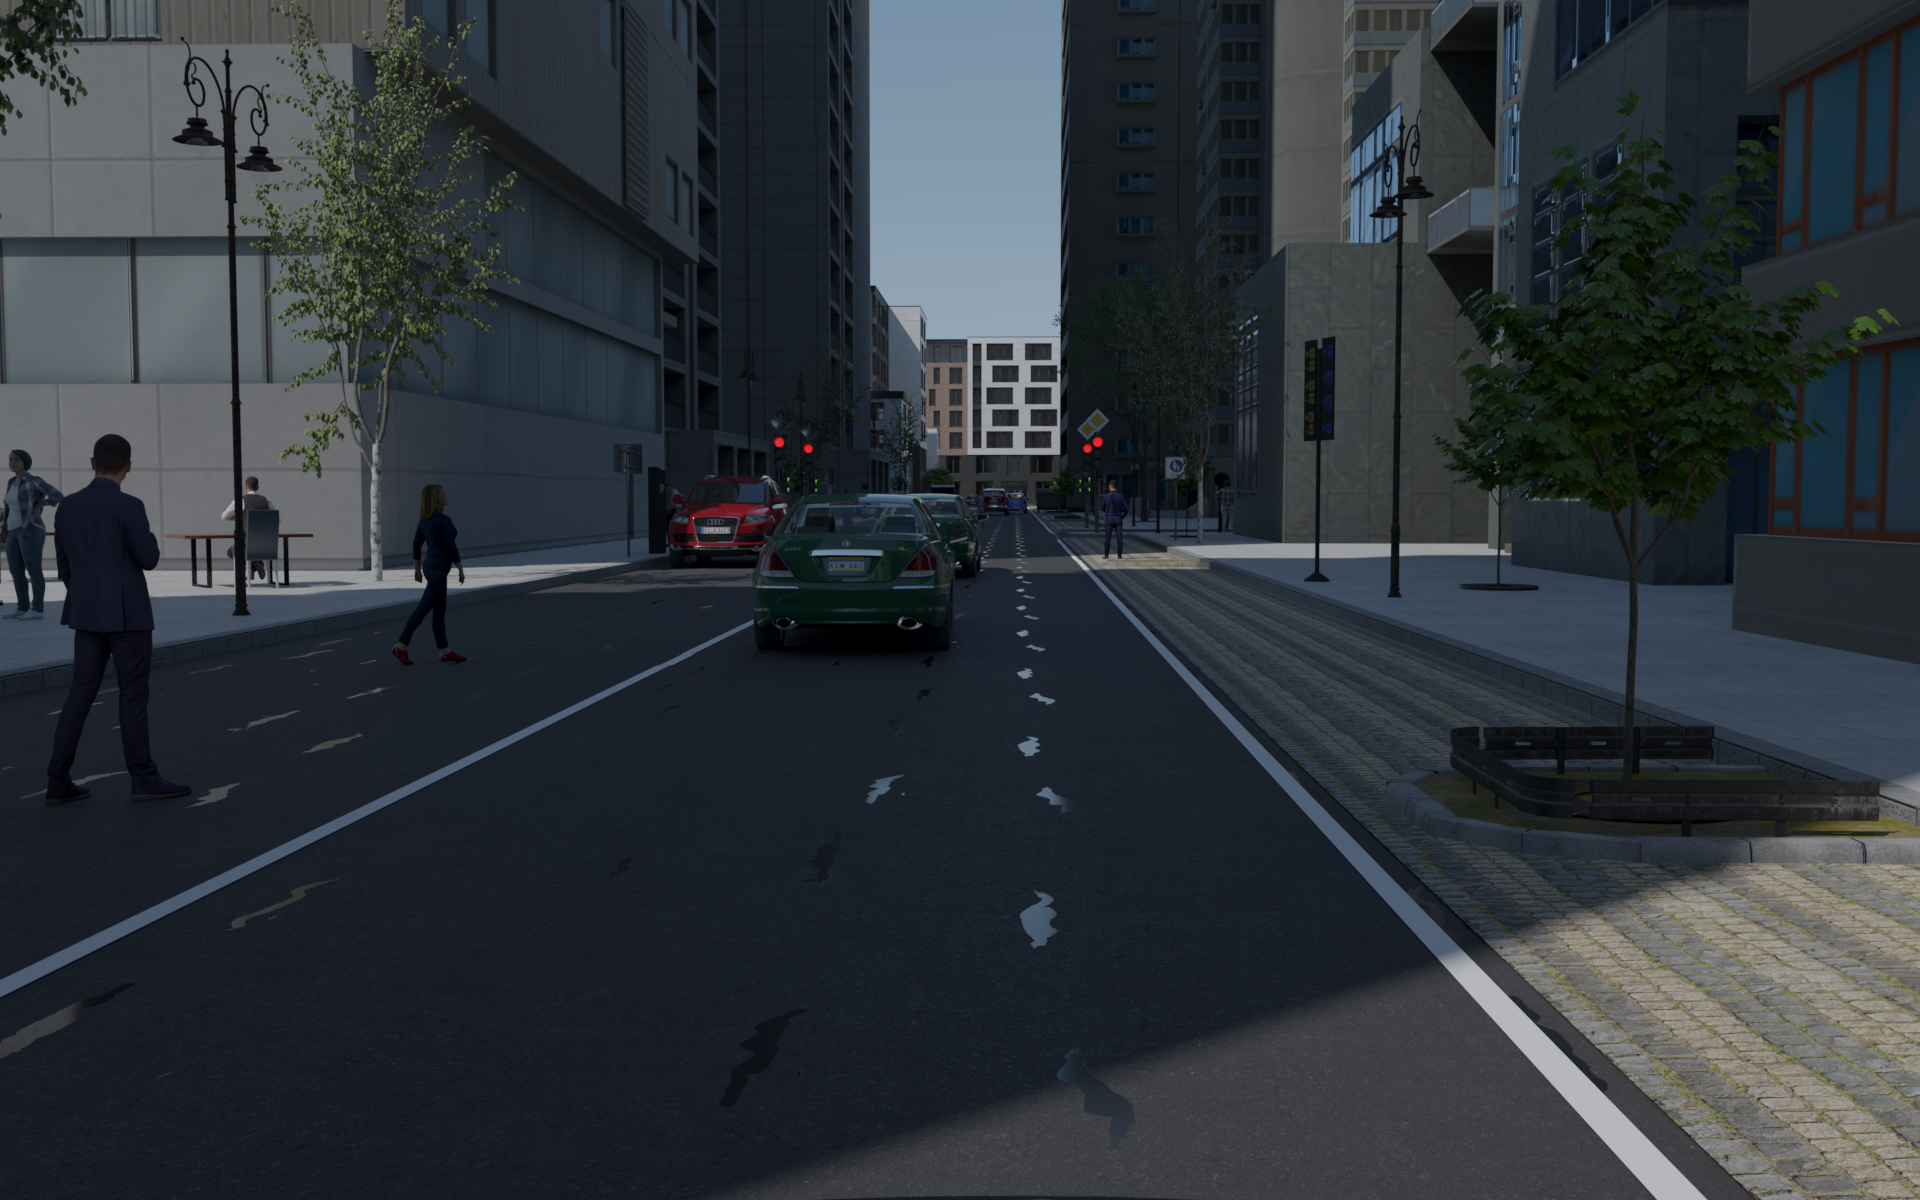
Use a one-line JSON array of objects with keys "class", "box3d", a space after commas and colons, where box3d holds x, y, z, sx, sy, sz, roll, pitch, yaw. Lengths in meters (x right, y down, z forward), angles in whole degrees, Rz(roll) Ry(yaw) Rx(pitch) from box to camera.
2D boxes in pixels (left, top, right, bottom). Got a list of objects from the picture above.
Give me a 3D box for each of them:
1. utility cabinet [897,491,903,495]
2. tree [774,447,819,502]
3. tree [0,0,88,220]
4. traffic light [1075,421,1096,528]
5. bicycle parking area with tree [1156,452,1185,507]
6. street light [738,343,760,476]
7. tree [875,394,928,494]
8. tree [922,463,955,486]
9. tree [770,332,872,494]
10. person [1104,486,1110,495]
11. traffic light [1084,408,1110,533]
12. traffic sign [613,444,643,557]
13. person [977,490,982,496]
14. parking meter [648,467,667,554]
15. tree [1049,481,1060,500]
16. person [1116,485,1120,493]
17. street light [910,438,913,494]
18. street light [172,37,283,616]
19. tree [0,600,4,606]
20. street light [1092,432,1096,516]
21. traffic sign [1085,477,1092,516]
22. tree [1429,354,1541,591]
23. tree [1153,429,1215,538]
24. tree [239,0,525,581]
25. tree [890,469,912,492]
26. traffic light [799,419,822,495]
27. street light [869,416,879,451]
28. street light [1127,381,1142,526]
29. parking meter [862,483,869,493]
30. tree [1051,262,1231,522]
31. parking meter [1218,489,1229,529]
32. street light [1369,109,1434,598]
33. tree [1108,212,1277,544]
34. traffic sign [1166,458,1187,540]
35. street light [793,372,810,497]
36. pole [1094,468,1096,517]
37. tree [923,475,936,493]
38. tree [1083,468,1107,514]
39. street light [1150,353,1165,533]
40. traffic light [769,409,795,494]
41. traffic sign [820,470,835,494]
[{"class": "utility cabinet", "box3d": [-4.083, -6.666, 117.664, 0.318, 1.500, 1.173, 0, 4, -8]}, {"class": "tree", "box3d": [-6.824, -4.626, 70.233, 1.663, 3.219, 1.824, 0, 3, 0]}, {"class": "tree", "box3d": [-8.631, -3.877, 13.751, 4.360, 8.622, 3.978, 0, 3, 0]}, {"class": "traffic light", "box3d": [4.744, -4.647, 64.894, 0.839, 4.253, 0.868, 0, 4, 2]}, {"class": "bicycle parking area with tree", "box3d": [15.333, -7.805, 114.617, 9.016, 4.147, 8.231, 1, 4, 14]}, {"class": "street light", "box3d": [-6.460, -4.915, 53.144, 0.468, 5.910, 1.993, 0, 4, 2]}, {"class": "tree", "box3d": [-4.277, -10.858, 127.886, 4.737, 8.622, 4.395, 0, 3, 0]}, {"class": "tree", "box3d": [-2.376, -12.113, 181.763, 4.285, 4.588, 4.351, 0, 3, 0]}, {"class": "tree", "box3d": [-6.119, -7.810, 78.061, 4.360, 8.622, 3.978, 0, 3, 0]}, {"class": "person", "box3d": [8.771, -6.010, 104.762, 0.683, 1.767, 0.568, -2, 4, -30]}, {"class": "traffic light", "box3d": [4.490, -4.159, 56.912, 0.839, 4.253, 0.868, 0, 4, 2]}, {"class": "traffic sign", "box3d": [-6.769, -2.031, 35.333, 0.606, 2.300, 0.079, 0, 4, 6]}, {"class": "person", "box3d": [1.784, -8.916, 154.811, 0.617, 1.759, 0.750, 0, 4, -3]}, {"class": "parking meter", "box3d": [-6.507, -1.929, 37.254, 0.255, 1.863, 0.399, 1, 4, 21]}, {"class": "tree", "box3d": [11.865, -13.605, 217.043, 1.663, 3.219, 1.824, 0, 3, 0]}, {"class": "person", "box3d": [9.569, -6.013, 104.488, 0.434, 1.807, 0.598, 1, 4, 15]}, {"class": "street light", "box3d": [-3.831, -9.969, 135.777, 0.468, 5.910, 1.993, 0, 4, 2]}, {"class": "street light", "box3d": [-7.609, -2.775, 18.159, 0.468, 5.910, 1.993, 0, 4, 2]}, {"class": "tree", "box3d": [-11.518, -1.542, 19.819, 1.663, 3.219, 1.824, 0, 3, 0]}, {"class": "street light", "box3d": [8.020, -7.997, 103.530, 0.468, 5.910, 1.993, 0, 4, 2]}, {"class": "traffic sign", "box3d": [7.610, -6.151, 100.675, 0.768, 2.556, 0.104, 1, 4, 9]}, {"class": "tree", "box3d": [7.146, -1.756, 23.315, 1.663, 3.219, 1.824, 0, 3, 0]}, {"class": "tree", "box3d": [6.785, -3.464, 51.246, 1.663, 3.219, 1.824, 0, 3, 0]}, {"class": "tree", "box3d": [-8.587, -4.595, 25.493, 4.737, 8.622, 4.395, 0, 3, 0]}, {"class": "tree", "box3d": [-4.675, -8.456, 132.863, 1.663, 3.219, 1.824, 0, 3, 0]}, {"class": "traffic light", "box3d": [-5.653, -4.666, 65.207, 0.839, 4.253, 0.868, 0, 4, 2]}, {"class": "street light", "box3d": [-4.996, -7.829, 100.792, 0.468, 5.910, 1.993, 0, 4, 2]}, {"class": "street light", "box3d": [6.893, -5.857, 68.544, 0.468, 5.910, 1.993, 0, 4, 2]}, {"class": "parking meter", "box3d": [-4.891, -5.110, 89.266, 0.255, 1.863, 0.399, 1, 4, 18]}, {"class": "tree", "box3d": [8.305, -9.390, 79.282, 9.928, 11.665, 9.643, 0, 3, 0]}, {"class": "parking meter", "box3d": [9.719, -3.560, 63.914, 0.399, 1.863, 0.255, 1, 4, 17]}, {"class": "street light", "box3d": [5.398, -2.969, 21.338, 0.468, 5.910, 1.993, 0, 4, 2]}, {"class": "tree", "box3d": [5.993, -5.771, 44.717, 4.360, 8.622, 3.978, 0, 3, 0]}, {"class": "traffic sign", "box3d": [5.981, -2.802, 47.950, 0.606, 2.300, 0.079, 0, 4, 5]}, {"class": "street light", "box3d": [-6.010, -5.680, 65.661, 0.468, 5.910, 1.993, 0, 4, 2]}, {"class": "pole", "box3d": [7.663, -6.371, 98.008, 0.158, 3.312, 0.155, 0, 3, 0]}, {"class": "tree", "box3d": [-2.822, -11.148, 176.869, 1.663, 3.219, 1.824, 0, 3, 0]}, {"class": "tree", "box3d": [8.344, -7.061, 110.056, 1.663, 3.219, 1.824, 0, 3, 0]}, {"class": "street light", "box3d": [6.479, -5.119, 56.485, 0.468, 5.910, 1.993, 0, 4, 2]}, {"class": "traffic light", "box3d": [-5.906, -4.178, 57.226, 0.839, 4.253, 0.868, 0, 4, 2]}, {"class": "traffic sign", "box3d": [-5.603, -4.349, 73.243, 0.606, 2.300, 0.079, 1, 4, 9]}]
